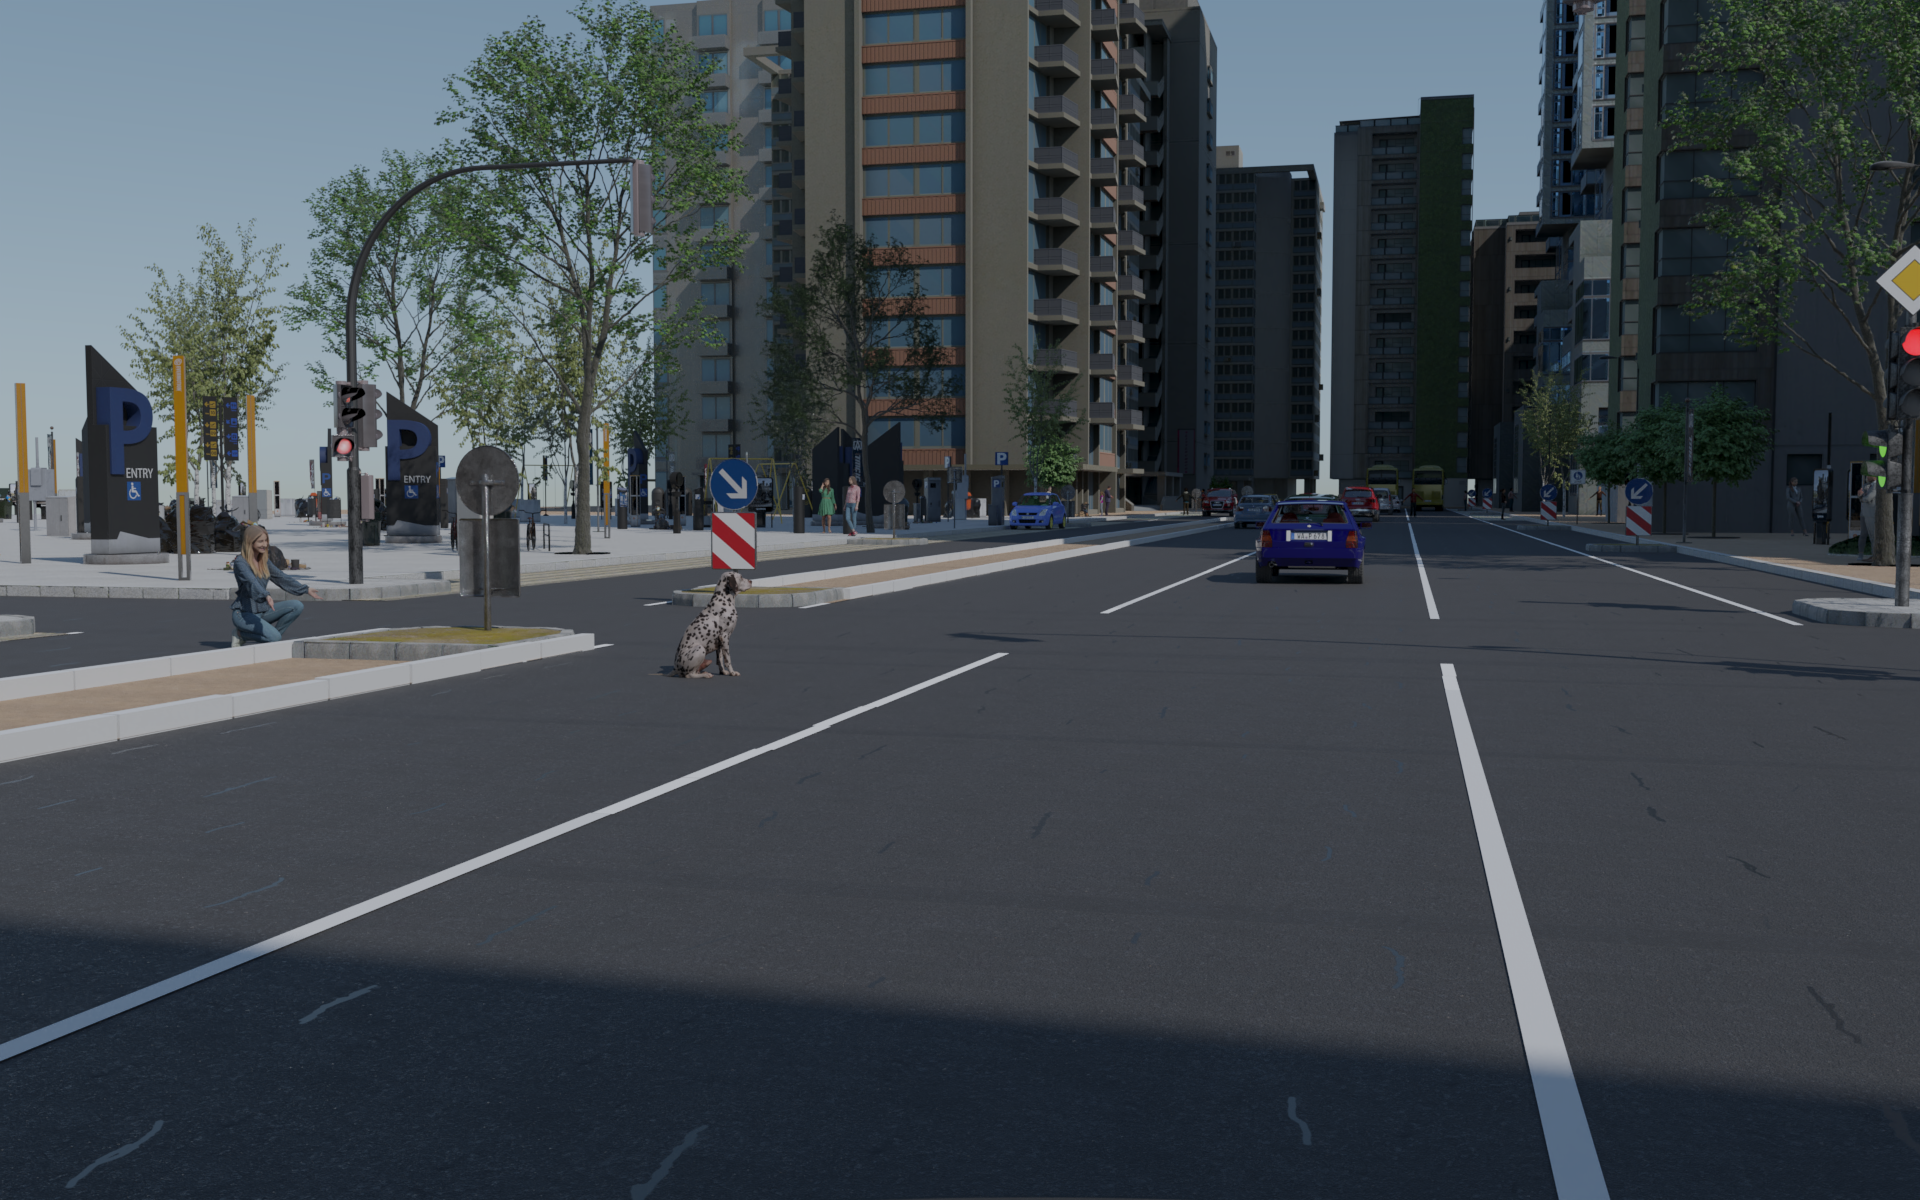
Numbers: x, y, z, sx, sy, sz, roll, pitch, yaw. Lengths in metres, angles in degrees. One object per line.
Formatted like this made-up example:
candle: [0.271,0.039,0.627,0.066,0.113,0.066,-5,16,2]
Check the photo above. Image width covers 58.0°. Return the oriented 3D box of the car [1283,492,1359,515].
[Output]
car: [8.415,-1.916,41.119,2.009,1.686,4.222,1,4,16]

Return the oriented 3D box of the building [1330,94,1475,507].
building: [46.301,-30.495,182.182,14.086,41.232,14.154,1,4,14]

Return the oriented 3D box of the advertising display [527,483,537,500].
advertising display: [-25.776,-6.065,104.383,0.123,1.923,0.974,1,4,15]

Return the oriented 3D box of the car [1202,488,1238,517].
car: [16.884,-6.343,112.383,2.281,1.827,5.304,1,4,13]

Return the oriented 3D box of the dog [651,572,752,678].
dog: [-2.096,0.194,13.671,0.800,0.831,0.513,1,4,13]

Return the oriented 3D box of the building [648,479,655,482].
building: [-19.432,-33.571,203.512,28.867,44.769,22.147,1,4,14]

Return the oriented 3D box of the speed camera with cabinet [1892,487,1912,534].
speed camera with cabinet: [23.179,-2.928,42.205,2.038,3.252,0.660,1,4,16]

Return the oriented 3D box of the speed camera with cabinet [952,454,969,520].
speed camera with cabinet: [-0.012,-5.611,86.071,0.660,3.252,2.038,0,4,-8]

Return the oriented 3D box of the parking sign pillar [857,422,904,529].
parking sign pillar: [-2.791,-4.684,65.051,1.447,3.967,1.447,1,4,22]

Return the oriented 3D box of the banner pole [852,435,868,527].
banner pole: [-3.846,-4.748,67.655,0.863,3.779,0.401,1,4,22]

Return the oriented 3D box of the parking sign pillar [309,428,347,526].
parking sign pillar: [-25.744,-5.011,70.399,1.447,3.967,1.447,-1,4,-19]

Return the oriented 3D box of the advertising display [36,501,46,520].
advertising display: [-46.032,-5.008,87.091,0.974,1.923,0.123,-1,4,-23]

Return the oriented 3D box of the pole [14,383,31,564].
pole: [-17.260,-2.327,31.894,0.158,3.312,0.155,0,3,0]

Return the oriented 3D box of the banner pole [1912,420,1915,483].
banner pole: [26.046,-3.545,47.985,0.401,3.779,0.863,-2,4,-26]

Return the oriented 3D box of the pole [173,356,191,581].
pole: [-11.520,-1.945,25.642,0.158,3.312,0.155,0,3,0]

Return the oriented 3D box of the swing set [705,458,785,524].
swing set: [-9.642,-4.767,75.556,3.119,2.851,2.862,-1,4,-22]

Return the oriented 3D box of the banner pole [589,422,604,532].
banner pole: [-12.447,-4.186,58.466,0.863,3.779,0.401,1,4,12]

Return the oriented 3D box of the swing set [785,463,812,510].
swing set: [-9.388,-5.536,88.135,2.862,2.851,3.119,-3,5,-44]

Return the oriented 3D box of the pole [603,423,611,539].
pole: [-10.190,-3.432,49.952,0.158,3.312,0.155,0,3,0]

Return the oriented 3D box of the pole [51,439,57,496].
pole: [-33.748,-4.321,64.494,0.158,3.312,0.155,0,3,0]

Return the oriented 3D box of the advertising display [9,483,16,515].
advertising display: [-57.405,-6.131,105.459,0.123,1.923,0.974,2,4,27]

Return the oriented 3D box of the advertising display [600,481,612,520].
advertising display: [-17.813,-5.014,87.193,0.123,1.923,0.974,1,4,21]

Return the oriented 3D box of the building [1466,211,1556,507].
building: [60.078,-24.941,179.494,14.107,30.474,14.160,1,4,14]

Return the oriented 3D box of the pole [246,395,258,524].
pole: [-14.648,-2.569,35.840,0.158,3.312,0.155,0,3,0]

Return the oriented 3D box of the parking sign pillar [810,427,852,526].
parking sign pillar: [-5.339,-4.986,69.987,1.447,3.967,1.447,2,4,33]

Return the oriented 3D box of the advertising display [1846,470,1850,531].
advertising display: [23.179,-2.388,44.265,0.123,1.923,0.974,-3,5,-39]

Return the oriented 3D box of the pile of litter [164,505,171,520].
pile of litter: [-30.503,-3.197,66.229,1.719,0.858,1.176,2,4,26]

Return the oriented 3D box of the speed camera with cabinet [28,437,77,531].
speed camera with cabinet: [-31.441,-4.049,60.534,2.038,3.252,0.660,0,4,2]

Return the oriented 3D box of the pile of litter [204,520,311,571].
pile of litter: [-11.915,-0.947,29.442,1.719,0.858,1.176,1,4,23]

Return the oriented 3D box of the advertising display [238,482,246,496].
advertising display: [-38.130,-5.310,92.027,0.123,1.923,0.974,0,4,-6]

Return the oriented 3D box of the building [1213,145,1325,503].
building: [28.690,-30.839,196.103,23.993,40.220,32.217,1,4,14]

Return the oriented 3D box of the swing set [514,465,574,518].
swing set: [-22.095,-5.813,92.669,3.119,2.851,2.862,-2,4,-35]

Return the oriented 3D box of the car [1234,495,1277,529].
car: [12.580,-3.731,72.996,2.014,1.417,4.499,1,4,15]

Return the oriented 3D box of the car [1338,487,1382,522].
car: [20.791,-4.984,90.157,2.281,1.827,5.304,1,4,15]

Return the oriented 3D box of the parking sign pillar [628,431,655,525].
parking sign pillar: [-13.615,-5.185,73.248,1.447,3.967,1.447,-2,4,-31]

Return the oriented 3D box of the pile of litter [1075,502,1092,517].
pile of litter: [6.785,-5.089,97.166,1.176,0.858,1.719,0,4,-7]

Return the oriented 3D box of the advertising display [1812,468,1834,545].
advertising display: [21.894,-2.371,43.981,0.123,1.923,0.974,0,4,5]

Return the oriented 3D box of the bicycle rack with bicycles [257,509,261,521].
bicycle rack with bicycles: [-34.358,-4.183,81.780,2.925,0.926,2.852,1,4,9]

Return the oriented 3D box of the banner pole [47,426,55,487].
banner pole: [-33.450,-4.511,63.773,0.401,3.779,0.863,-1,4,-13]

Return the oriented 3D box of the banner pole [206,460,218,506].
banner pole: [-38.907,-6.115,90.003,0.863,3.779,0.401,1,4,19]

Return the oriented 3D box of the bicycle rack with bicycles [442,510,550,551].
bicycle rack with bicycles: [-10.394,-1.580,39.213,2.852,0.926,2.925,-1,4,-16]

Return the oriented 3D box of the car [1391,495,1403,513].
car: [33.108,-7.424,133.750,2.083,1.381,4.827,1,4,15]

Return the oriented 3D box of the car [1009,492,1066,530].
car: [3.160,-3.713,70.296,1.945,1.707,3.694,1,4,16]

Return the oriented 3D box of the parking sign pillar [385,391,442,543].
parking sign pillar: [-14.399,-3.490,45.531,1.447,3.967,1.447,0,4,-6]

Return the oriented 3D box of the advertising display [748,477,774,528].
advertising display: [-7.619,-3.732,66.232,0.974,1.923,0.123,0,4,7]

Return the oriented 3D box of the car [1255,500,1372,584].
car: [5.921,-1.010,29.100,1.945,1.354,3.894,1,4,13]

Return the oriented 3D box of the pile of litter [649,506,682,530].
pile of litter: [-10.658,-2.985,62.776,1.176,0.858,1.719,-1,4,-17]

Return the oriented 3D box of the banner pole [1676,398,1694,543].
banner pole: [18.850,-3.352,44.829,0.401,3.779,0.863,1,4,8]

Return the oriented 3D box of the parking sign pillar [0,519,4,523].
parking sign pillar: [-43.687,-5.444,77.488,1.447,3.967,1.447,2,4,27]

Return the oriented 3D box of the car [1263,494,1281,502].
car: [26.314,-8.377,147.182,2.015,1.641,3.980,1,4,13]

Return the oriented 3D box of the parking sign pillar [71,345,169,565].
parking sign pillar: [-15.444,-2.661,31.980,1.447,3.967,1.447,1,4,16]

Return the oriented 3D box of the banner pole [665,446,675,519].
banner pole: [-15.147,-6.145,90.480,0.863,3.779,0.401,3,4,37]
